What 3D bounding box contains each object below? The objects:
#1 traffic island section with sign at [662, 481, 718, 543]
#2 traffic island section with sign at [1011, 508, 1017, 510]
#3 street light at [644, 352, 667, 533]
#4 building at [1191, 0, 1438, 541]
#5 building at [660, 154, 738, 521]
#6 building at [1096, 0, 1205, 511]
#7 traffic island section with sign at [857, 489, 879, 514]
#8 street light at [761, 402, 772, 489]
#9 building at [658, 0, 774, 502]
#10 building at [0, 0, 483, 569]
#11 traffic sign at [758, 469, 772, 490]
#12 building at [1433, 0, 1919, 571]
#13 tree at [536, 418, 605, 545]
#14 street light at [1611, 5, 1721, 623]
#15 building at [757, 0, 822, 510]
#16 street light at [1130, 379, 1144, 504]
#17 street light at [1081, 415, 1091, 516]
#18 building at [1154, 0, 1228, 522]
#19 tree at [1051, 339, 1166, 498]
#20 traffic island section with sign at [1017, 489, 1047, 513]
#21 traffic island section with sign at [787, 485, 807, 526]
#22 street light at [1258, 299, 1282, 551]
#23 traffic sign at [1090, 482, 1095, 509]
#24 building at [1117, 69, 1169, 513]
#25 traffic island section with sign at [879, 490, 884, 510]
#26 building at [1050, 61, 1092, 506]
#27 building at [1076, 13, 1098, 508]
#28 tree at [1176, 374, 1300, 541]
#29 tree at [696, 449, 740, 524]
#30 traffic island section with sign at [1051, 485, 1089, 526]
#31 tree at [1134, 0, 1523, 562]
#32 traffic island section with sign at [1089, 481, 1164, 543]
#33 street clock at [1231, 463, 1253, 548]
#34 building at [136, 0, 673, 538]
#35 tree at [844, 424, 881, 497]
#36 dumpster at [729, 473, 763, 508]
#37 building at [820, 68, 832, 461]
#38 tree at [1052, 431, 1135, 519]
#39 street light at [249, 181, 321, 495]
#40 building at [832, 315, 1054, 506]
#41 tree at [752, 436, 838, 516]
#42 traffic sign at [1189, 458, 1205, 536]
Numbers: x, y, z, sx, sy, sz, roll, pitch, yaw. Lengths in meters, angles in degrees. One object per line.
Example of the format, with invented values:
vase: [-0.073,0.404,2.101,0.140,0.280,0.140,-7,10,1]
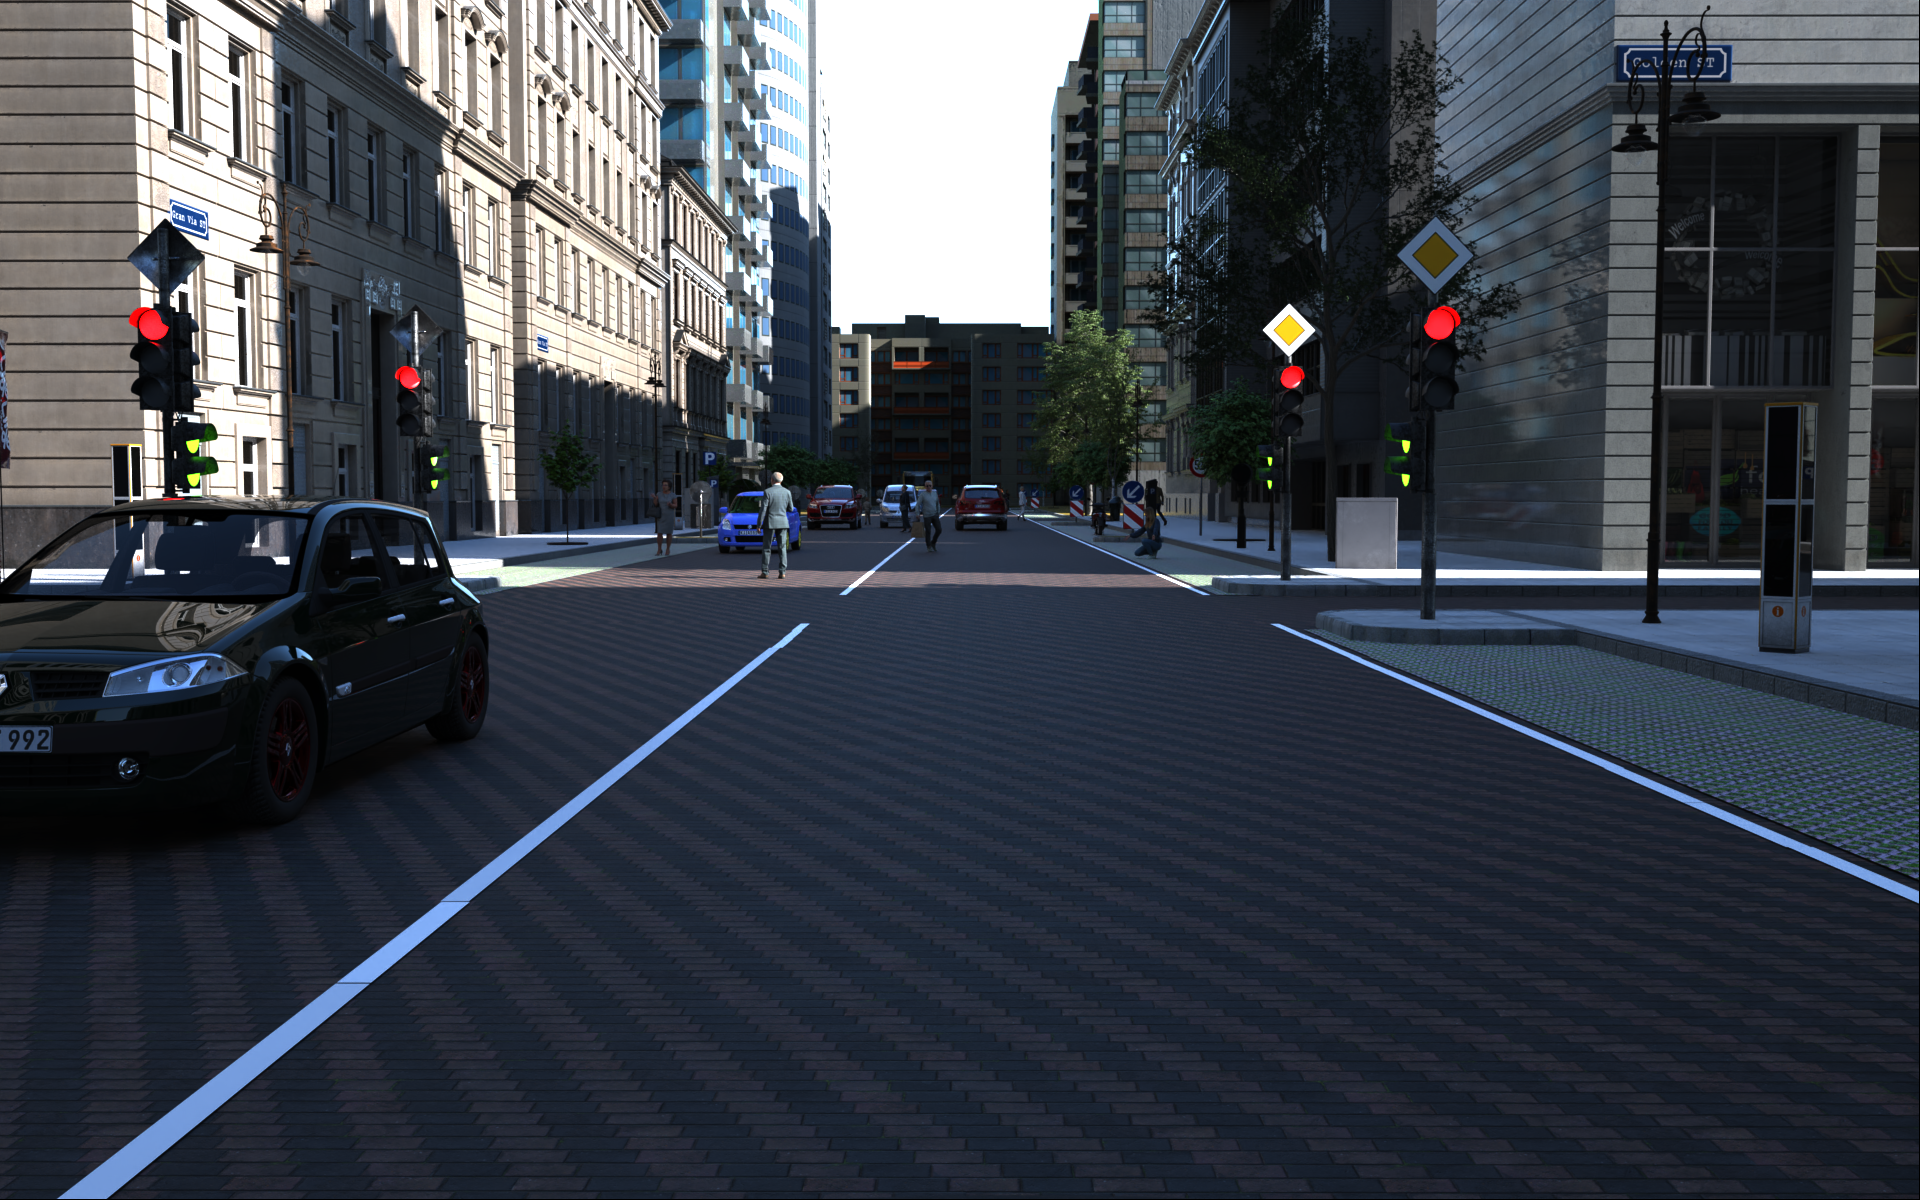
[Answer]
traffic island section with sign: [-7.612,-2.580,50.804,1.989,1.847,2.006,0,4,0]
traffic island section with sign: [5.547,-8.941,154.817,1.989,1.847,2.006,0,4,0]
street light: [-9.897,-5.114,56.406,0.468,5.910,1.993,0,4,0]
building: [17.228,-14.845,61.777,14.314,24.678,30.058,0,4,0]
building: [-17.915,-13.735,89.191,10.561,19.102,19.286,0,4,0]
building: [17.703,-27.688,136.296,14.154,41.232,14.086,0,4,0]
traffic island section with sign: [-7.218,-7.276,127.584,1.989,1.847,2.006,0,4,0]
street light: [-9.753,-6.995,87.153,0.468,5.910,1.993,0,4,0]
building: [-24.553,-30.336,115.601,23.786,49.044,30.456,0,4,0]
building: [-19.437,-14.904,40.943,12.463,27.353,25.104,0,4,0]
traffic sign: [-10.021,-5.456,89.318,0.768,2.556,0.104,0,4,3]
building: [25.398,-15.633,33.097,29.804,29.767,11.434,0,4,0]
tree: [-9.834,-3.016,43.920,1.663,3.219,1.824,0,3,0]
street light: [6.889,-2.709,17.072,0.468,5.910,1.993,0,4,0]
building: [-23.313,-36.855,144.585,21.231,58.520,28.212,0,4,0]
street light: [7.110,-5.918,69.548,0.468,5.910,1.993,0,4,0]
street light: [7.310,-7.807,100.425,0.468,5.910,1.993,0,4,0]
building: [17.967,-18.418,88.518,14.401,28.519,23.554,0,4,0]
tree: [7.587,-8.142,83.490,4.737,8.622,4.395,0,3,0]
traffic island section with sign: [5.398,-7.293,127.863,1.989,1.847,2.006,0,4,0]
traffic island section with sign: [-7.477,-4.257,78.237,1.989,1.847,2.006,0,4,0]
street light: [7.033,-4.046,38.942,0.468,5.910,1.993,0,4,0]
traffic sign: [7.391,-5.841,95.599,0.768,2.556,0.104,0,4,2]
building: [17.959,-21.399,121.574,14.160,30.474,14.107,0,4,0]
traffic island section with sign: [-7.071,-8.924,154.539,1.989,1.847,2.006,0,4,0]
building: [21.021,-35.117,197.869,21.600,48.544,21.300,0,4,0]
building: [22.024,-30.804,158.264,22.147,44.769,28.867,0,4,0]
tree: [7.610,-3.907,47.590,4.285,4.588,4.351,0,3,0]
tree: [-10.311,-4.872,74.261,1.663,3.219,1.824,0,3,0]
traffic island section with sign: [5.147,-4.290,78.773,1.989,1.847,2.006,0,4,0]
tree: [6.802,-6.012,32.710,7.601,10.594,8.767,0,4,3]
traffic island section with sign: [5.004,-2.642,51.818,1.989,1.847,2.006,0,4,0]
street clock: [6.673,-2.228,40.999,0.471,2.002,0.358,1,4,22]
building: [-19.235,-16.469,66.524,12.463,27.353,25.104,0,4,0]
tree: [-9.838,-13.942,178.319,4.360,8.622,3.978,0,3,0]
dumpster: [-9.912,-4.720,79.662,1.502,2.255,1.985,0,4,0]
building: [-19.557,-29.537,166.519,14.086,41.232,14.154,0,4,0]
tree: [7.494,-6.473,89.551,4.285,4.588,4.351,0,3,0]
street light: [-10.067,-3.254,25.986,0.468,5.910,1.993,0,4,0]
building: [-4.218,-21.758,200.783,28.899,21.520,27.650,0,4,0]
tree: [-9.858,-7.363,104.105,4.285,4.588,4.351,0,3,0]
traffic sign: [7.430,-3.259,53.390,0.768,2.556,0.104,0,4,1]
